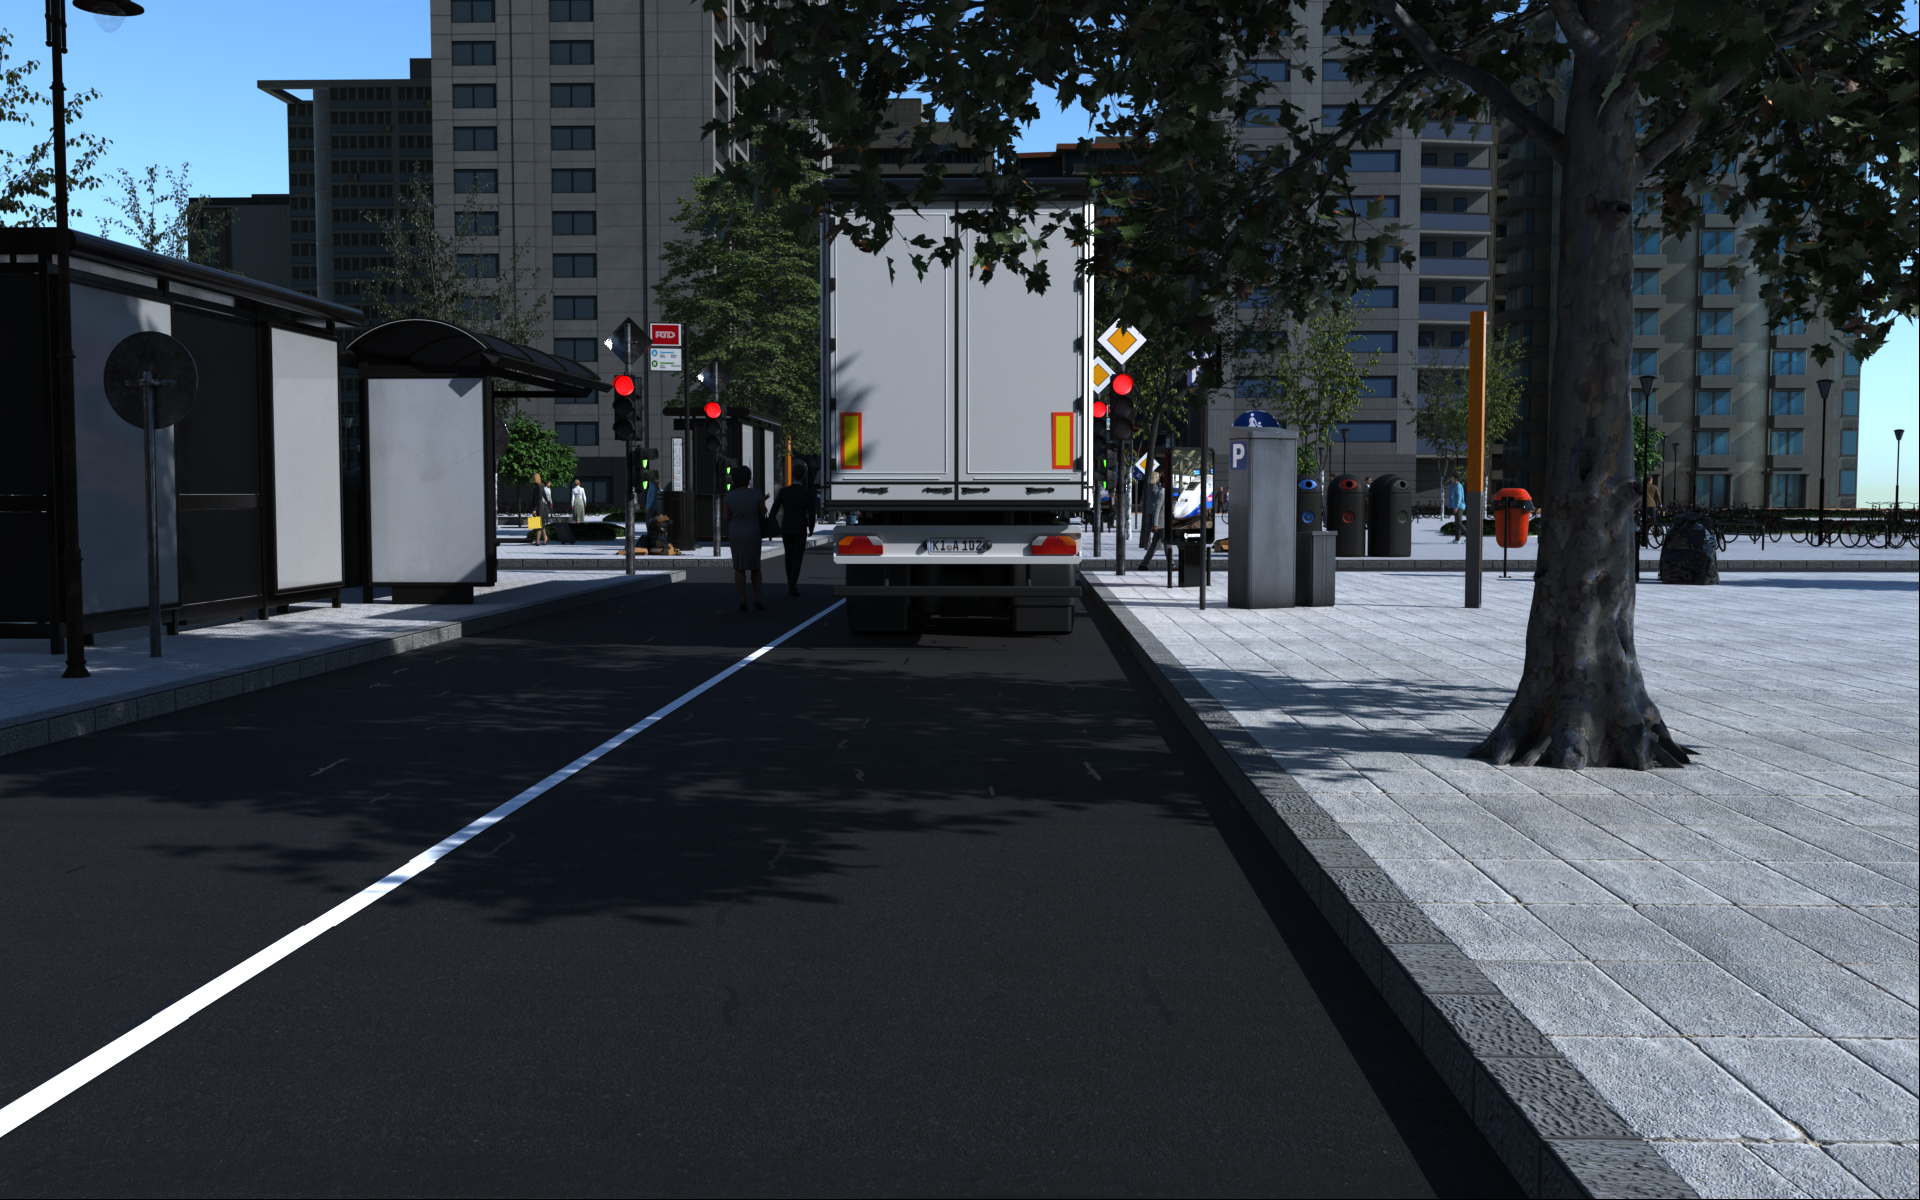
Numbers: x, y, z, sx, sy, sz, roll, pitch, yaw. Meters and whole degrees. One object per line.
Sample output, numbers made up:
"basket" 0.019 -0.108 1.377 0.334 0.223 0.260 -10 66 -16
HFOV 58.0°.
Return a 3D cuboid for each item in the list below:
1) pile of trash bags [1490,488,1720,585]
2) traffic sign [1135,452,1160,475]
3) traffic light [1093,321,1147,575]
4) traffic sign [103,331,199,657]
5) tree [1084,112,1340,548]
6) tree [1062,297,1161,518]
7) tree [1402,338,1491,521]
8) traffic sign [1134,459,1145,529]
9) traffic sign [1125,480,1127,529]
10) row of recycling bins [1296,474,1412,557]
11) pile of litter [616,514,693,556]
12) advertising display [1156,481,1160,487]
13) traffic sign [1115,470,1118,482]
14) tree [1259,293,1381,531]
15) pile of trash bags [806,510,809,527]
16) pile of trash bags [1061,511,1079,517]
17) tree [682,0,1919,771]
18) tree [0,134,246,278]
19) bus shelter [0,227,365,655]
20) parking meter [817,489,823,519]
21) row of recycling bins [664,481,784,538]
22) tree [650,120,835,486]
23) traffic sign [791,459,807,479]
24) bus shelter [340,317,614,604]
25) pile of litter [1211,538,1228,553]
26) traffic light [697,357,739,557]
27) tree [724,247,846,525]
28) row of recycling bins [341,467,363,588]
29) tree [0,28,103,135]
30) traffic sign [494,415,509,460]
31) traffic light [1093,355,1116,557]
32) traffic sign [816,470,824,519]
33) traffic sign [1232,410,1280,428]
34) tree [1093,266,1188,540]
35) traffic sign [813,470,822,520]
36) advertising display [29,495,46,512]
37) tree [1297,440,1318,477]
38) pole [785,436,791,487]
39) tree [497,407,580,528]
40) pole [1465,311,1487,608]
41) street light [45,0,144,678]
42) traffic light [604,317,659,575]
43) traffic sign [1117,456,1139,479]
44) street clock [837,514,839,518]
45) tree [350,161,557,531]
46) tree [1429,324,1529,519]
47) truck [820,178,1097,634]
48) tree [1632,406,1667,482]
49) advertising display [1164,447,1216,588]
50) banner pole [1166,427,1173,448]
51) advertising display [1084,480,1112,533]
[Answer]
"pile of trash bags" 9.637 -0.988 25.910 3.447 1.369 1.912 3 4 37
"traffic sign" 5.839 -3.312 53.887 0.795 2.593 0.064 0 4 6
"traffic light" 2.520 -2.345 27.266 0.839 4.253 0.868 0 4 2
"traffic sign" -6.336 -0.823 13.567 0.768 2.556 0.104 0 4 4
"tree" 4.359 -6.484 40.426 8.767 10.594 7.601 0 4 0
"tree" 5.796 -11.154 92.743 12.009 13.543 11.850 0 3 0
"tree" 22.693 -7.998 81.131 4.360 8.622 3.978 0 3 0
"traffic sign" 6.465 -3.877 63.498 0.768 2.556 0.104 1 4 9
"traffic sign" 6.131 -3.782 63.969 0.606 2.300 0.079 0 4 2
"row of recycling bins" 7.443 -1.733 35.448 3.534 1.692 1.069 0 4 -4
"pile of litter" -6.453 -1.377 36.480 1.719 0.858 1.176 3 4 37
"advertising display" 7.935 -3.857 68.272 0.123 1.923 0.974 -3 4 -38
"traffic sign" 7.734 -5.051 82.696 0.768 2.556 0.104 0 4 3
"tree" 11.718 -6.480 56.309 4.737 8.622 4.395 0 3 0
"pile of trash bags" -7.053 -3.475 66.570 1.912 1.369 3.447 1 4 23
"pile of trash bags" 6.329 -5.313 96.617 1.912 1.369 3.447 1 4 18
"tree" 3.147 -5.568 8.050 9.611 12.733 9.660 0 3 0
"tree" -17.777 -5.352 37.868 4.360 8.622 3.978 0 3 0
"bus shelter" -7.933 -2.295 15.161 2.179 5.291 8.768 0 4 2
"parking meter" -7.341 -5.049 90.967 0.372 1.533 0.369 0 3 0
"row of recycling bins" -6.875 -2.663 50.648 3.534 1.692 1.069 -1 4 -15
"tree" -5.680 -8.227 52.636 7.486 12.596 7.792 0 3 0
"traffic sign" -5.883 -3.812 62.437 0.768 2.556 0.104 1 4 11
"bus shelter" -6.140 -1.754 22.594 2.014 3.302 5.546 0 4 2
"pile of litter" 6.113 -1.494 38.399 1.719 0.858 1.176 -2 4 -26
"traffic light" -4.977 -2.848 35.484 0.839 4.253 0.868 0 4 2
"tree" -5.321 -9.941 72.903 12.009 13.543 11.850 0 3 0
"row of recycling bins" -8.204 -1.100 25.098 1.069 1.692 3.534 1 4 21
"tree" -12.588 -4.276 20.283 4.360 8.622 3.978 0 3 0
"traffic sign" -7.518 -1.674 27.473 0.768 2.556 0.104 1 4 9
"traffic light" 2.781 -2.833 35.247 0.839 4.253 0.868 0 4 2
"traffic sign" -6.916 -5.361 87.753 0.768 2.556 0.104 0 4 5
"traffic sign" 4.479 -1.602 26.301 0.768 2.556 0.104 1 4 12
"tree" 4.948 -5.993 48.343 4.737 8.622 4.395 0 3 0
"traffic sign" -6.901 -5.287 86.442 0.884 2.594 0.081 1 4 9
"advertising display" -14.619 -1.408 28.239 0.974 1.923 0.123 -1 4 -20
"tree" 18.315 -6.871 96.052 4.285 4.588 4.351 0 3 0
"pole" -6.014 -4.085 60.638 0.158 3.312 0.155 0 3 0
"tree" -16.619 -5.009 65.613 4.285 4.588 4.351 0 3 0
"pole" 5.787 -1.565 19.436 0.158 3.312 0.155 0 3 0
"street light" -6.198 -2.396 11.968 0.468 5.910 1.993 0 4 2
"traffic light" -5.237 -2.360 27.503 0.839 4.253 0.868 0 4 2
"traffic sign" 5.593 -3.516 57.596 0.768 2.556 0.104 0 4 6
"street clock" -6.649 -5.477 94.120 0.471 2.002 0.358 -1 4 -16
"tree" -11.491 -5.441 39.327 4.360 8.622 3.978 0 3 0
"tree" 22.737 -7.635 75.195 4.737 8.622 4.395 0 3 0
"truck" 0.072 -1.963 21.013 2.839 4.237 11.283 0 4 1
"tree" 21.852 -4.555 58.188 4.285 4.588 4.351 0 3 0
"advertising display" 3.168 -1.140 23.860 0.974 1.923 0.123 -3 5 -44
"banner pole" 7.906 -4.606 65.326 0.401 3.779 0.863 -1 4 -16
"advertising display" 4.578 -3.199 57.521 0.974 1.923 0.123 2 4 29
